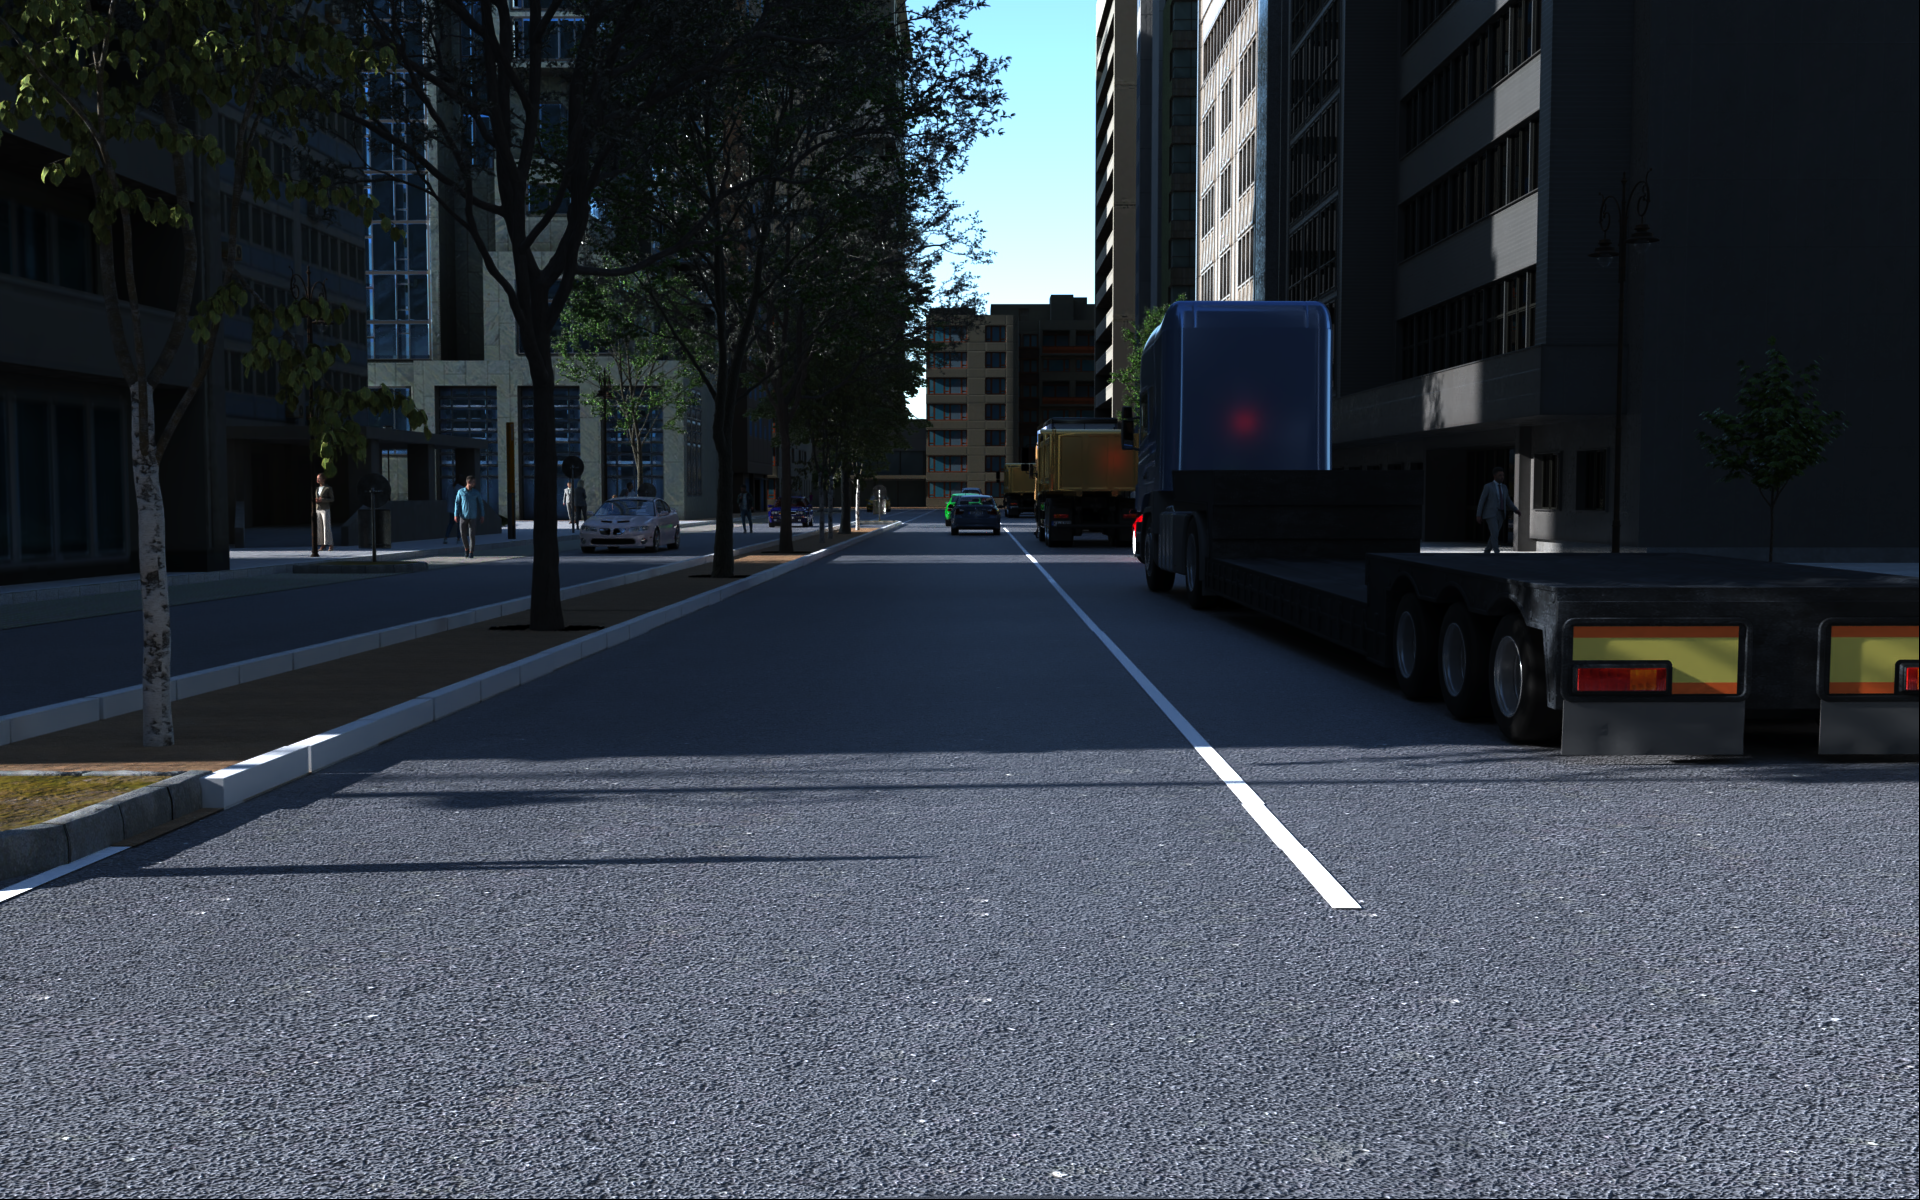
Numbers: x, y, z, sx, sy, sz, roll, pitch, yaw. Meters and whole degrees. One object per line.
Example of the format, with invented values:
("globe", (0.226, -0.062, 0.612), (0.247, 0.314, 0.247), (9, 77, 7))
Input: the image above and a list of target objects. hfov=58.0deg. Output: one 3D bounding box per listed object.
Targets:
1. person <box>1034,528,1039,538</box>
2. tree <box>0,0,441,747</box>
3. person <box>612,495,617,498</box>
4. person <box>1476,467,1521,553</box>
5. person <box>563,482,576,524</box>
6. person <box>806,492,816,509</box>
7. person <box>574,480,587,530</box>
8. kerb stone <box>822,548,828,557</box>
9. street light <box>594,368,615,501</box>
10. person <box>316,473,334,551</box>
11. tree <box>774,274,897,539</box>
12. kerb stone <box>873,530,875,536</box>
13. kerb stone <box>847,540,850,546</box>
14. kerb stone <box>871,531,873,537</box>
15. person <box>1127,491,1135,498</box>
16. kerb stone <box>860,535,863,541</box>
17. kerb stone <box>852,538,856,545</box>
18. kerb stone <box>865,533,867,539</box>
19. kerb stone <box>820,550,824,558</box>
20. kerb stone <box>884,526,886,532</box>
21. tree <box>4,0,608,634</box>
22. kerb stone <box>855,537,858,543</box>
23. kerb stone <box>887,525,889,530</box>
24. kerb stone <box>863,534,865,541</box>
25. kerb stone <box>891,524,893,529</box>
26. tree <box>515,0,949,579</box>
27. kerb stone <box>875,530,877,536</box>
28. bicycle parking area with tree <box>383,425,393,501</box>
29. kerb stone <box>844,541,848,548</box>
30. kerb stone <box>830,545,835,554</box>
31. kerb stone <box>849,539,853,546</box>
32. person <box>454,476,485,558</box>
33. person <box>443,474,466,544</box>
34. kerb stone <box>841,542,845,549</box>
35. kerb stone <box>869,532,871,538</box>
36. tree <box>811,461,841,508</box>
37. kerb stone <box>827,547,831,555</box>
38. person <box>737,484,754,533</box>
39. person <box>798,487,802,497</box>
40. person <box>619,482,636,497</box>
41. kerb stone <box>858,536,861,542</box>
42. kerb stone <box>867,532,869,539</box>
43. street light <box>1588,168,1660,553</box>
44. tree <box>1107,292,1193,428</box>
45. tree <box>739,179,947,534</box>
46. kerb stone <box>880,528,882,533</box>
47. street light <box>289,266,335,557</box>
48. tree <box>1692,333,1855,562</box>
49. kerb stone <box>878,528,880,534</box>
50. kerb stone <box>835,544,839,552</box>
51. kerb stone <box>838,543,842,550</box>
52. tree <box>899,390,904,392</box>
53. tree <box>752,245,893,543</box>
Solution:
("person", (2.694, -2.922, 56.295), (0.654, 1.822, 0.581), (0, 4, -8))
("tree", (-4.507, -3.456, 9.326), (4.737, 8.622, 4.395), (0, 3, 0))
("person", (-14.575, -3.833, 73.401), (0.332, 1.250, 0.352), (1, 4, 10))
("person", (10.096, -1.610, 32.647), (0.678, 1.792, 0.850), (-1, 4, -23))
("person", (-16.944, -4.236, 75.425), (0.709, 1.813, 0.853), (0, 4, -3))
("person", (-12.796, -8.515, 148.494), (0.991, 1.433, 0.599), (1, 4, 14))
("person", (-13.668, -3.442, 62.509), (0.537, 1.800, 0.526), (2, 4, 33))
("kerb stone", (-3.144, -1.031, 39.115), (0.120, 0.150, 1.000), (0, 4, 0))
("street light", (-13.000, -5.550, 63.529), (0.468, 5.910, 1.993), (0, 4, 0))
("person", (-14.419, -1.990, 39.121), (0.519, 1.759, 0.362), (1, 4, 19))
("tree", (-4.133, -6.253, 55.050), (4.360, 8.622, 3.978), (0, 3, 0))
("kerb stone", (-3.003, -2.163, 57.563), (0.120, 0.150, 1.000), (0, 4, 0))
("kerb stone", (-3.091, -1.473, 46.278), (0.120, 0.150, 1.000), (0, 4, 0))
("kerb stone", (-3.005, -2.100, 56.538), (0.120, 0.150, 1.000), (0, 4, 0))
("person", (6.728, -3.610, 67.408), (0.818, 1.842, 0.514), (-2, 4, -31))
("kerb stone", (-3.053, -1.787, 51.406), (0.120, 0.150, 1.000), (0, 4, 0))
("kerb stone", (-3.066, -1.599, 48.333), (0.120, 0.150, 1.000), (0, 4, 0))
("kerb stone", (-3.033, -1.912, 53.451), (0.120, 0.150, 1.000), (0, 4, 0))
("kerb stone", (-3.153, -0.972, 38.081), (0.120, 0.150, 1.000), (0, 4, 0))
("kerb stone", (-2.939, -2.602, 64.733), (0.120, 0.150, 1.000), (0, 4, 0))
("tree", (-4.308, -6.410, 17.633), (12.009, 13.543, 11.850), (0, 3, 0))
("kerb stone", (-3.064, -1.661, 49.355), (0.120, 0.150, 1.000), (0, 4, 0))
("kerb stone", (-2.922, -2.724, 66.796), (0.120, 0.150, 1.000), (0, 4, 0))
("kerb stone", (-3.046, -1.843, 52.429), (0.120, 0.150, 1.000), (0, 4, 0))
("kerb stone", (-2.895, -2.915, 69.879), (0.120, 0.150, 1.000), (0, 4, 0))
("tree", (-3.935, -6.171, 29.115), (9.928, 11.665, 9.643), (0, 3, 0))
("kerb stone", (-2.991, -2.226, 58.585), (0.120, 0.150, 1.000), (0, 4, 0))
("bicycle parking area with tree", (-26.513, -5.214, 72.256), (8.231, 4.147, 9.016), (1, 4, 13))
("kerb stone", (-3.095, -1.410, 45.252), (0.120, 0.150, 1.000), (0, 4, 0))
("kerb stone", (-3.135, -1.158, 41.160), (0.120, 0.150, 1.000), (0, 4, 0))
("kerb stone", (-3.085, -1.528, 47.309), (0.120, 0.150, 1.000), (0, 4, 0))
("person", (-10.922, -1.853, 38.654), (0.638, 1.841, 0.748), (0, 4, -2))
("person", (-13.044, -2.351, 44.747), (0.793, 1.790, 0.793), (-1, 4, -20))
("kerb stone", (-3.102, -1.347, 44.226), (0.120, 0.150, 1.000), (0, 4, 0))
("kerb stone", (-3.018, -2.038, 55.516), (0.120, 0.150, 1.000), (0, 4, 0))
("tree", (-12.353, -10.773, 159.852), (4.285, 4.588, 4.351), (0, 3, 0))
("kerb stone", (-3.144, -1.097, 40.138), (0.120, 0.150, 1.000), (0, 4, 0))
("person", (-7.843, -3.334, 63.360), (0.623, 1.781, 0.721), (-1, 4, -9))
("person", (-12.542, -7.924, 135.583), (0.705, 1.826, 1.348), (0, 4, 7))
("person", (-11.065, -2.997, 57.594), (0.679, 1.850, 0.850), (-3, 4, -37))
("kerb stone", (-3.060, -1.724, 50.378), (0.120, 0.150, 1.000), (0, 4, 0))
("kerb stone", (-3.019, -1.975, 54.482), (0.120, 0.150, 1.000), (0, 4, 0))
("street light", (9.520, -3.193, 24.995), (0.468, 5.910, 1.993), (0, 4, 0))
("tree", (11.471, -9.921, 87.969), (9.928, 11.665, 9.643), (0, 3, 0))
("tree", (-4.202, -8.652, 62.042), (7.486, 12.596, 7.792), (0, 3, 0))
("kerb stone", (-2.963, -2.413, 61.655), (0.120, 0.150, 1.000), (0, 4, 0))
("street light", (-13.195, -3.821, 35.256), (0.468, 5.910, 1.993), (0, 4, 0))
("tree", (9.756, -1.620, 21.085), (1.663, 3.219, 1.824), (0, 3, 0))
("kerb stone", (-2.978, -2.351, 60.630), (0.120, 0.150, 1.000), (0, 4, 0))
("kerb stone", (-3.118, -1.222, 42.182), (0.120, 0.150, 1.000), (0, 4, 0))
("kerb stone", (-3.113, -1.285, 43.204), (0.120, 0.150, 1.000), (0, 4, 0))
("tree", (-4.044, -7.055, 68.173), (4.360, 8.622, 3.978), (0, 3, 0))
("tree", (-3.972, -5.933, 49.831), (4.737, 8.622, 4.395), (0, 3, 0))
